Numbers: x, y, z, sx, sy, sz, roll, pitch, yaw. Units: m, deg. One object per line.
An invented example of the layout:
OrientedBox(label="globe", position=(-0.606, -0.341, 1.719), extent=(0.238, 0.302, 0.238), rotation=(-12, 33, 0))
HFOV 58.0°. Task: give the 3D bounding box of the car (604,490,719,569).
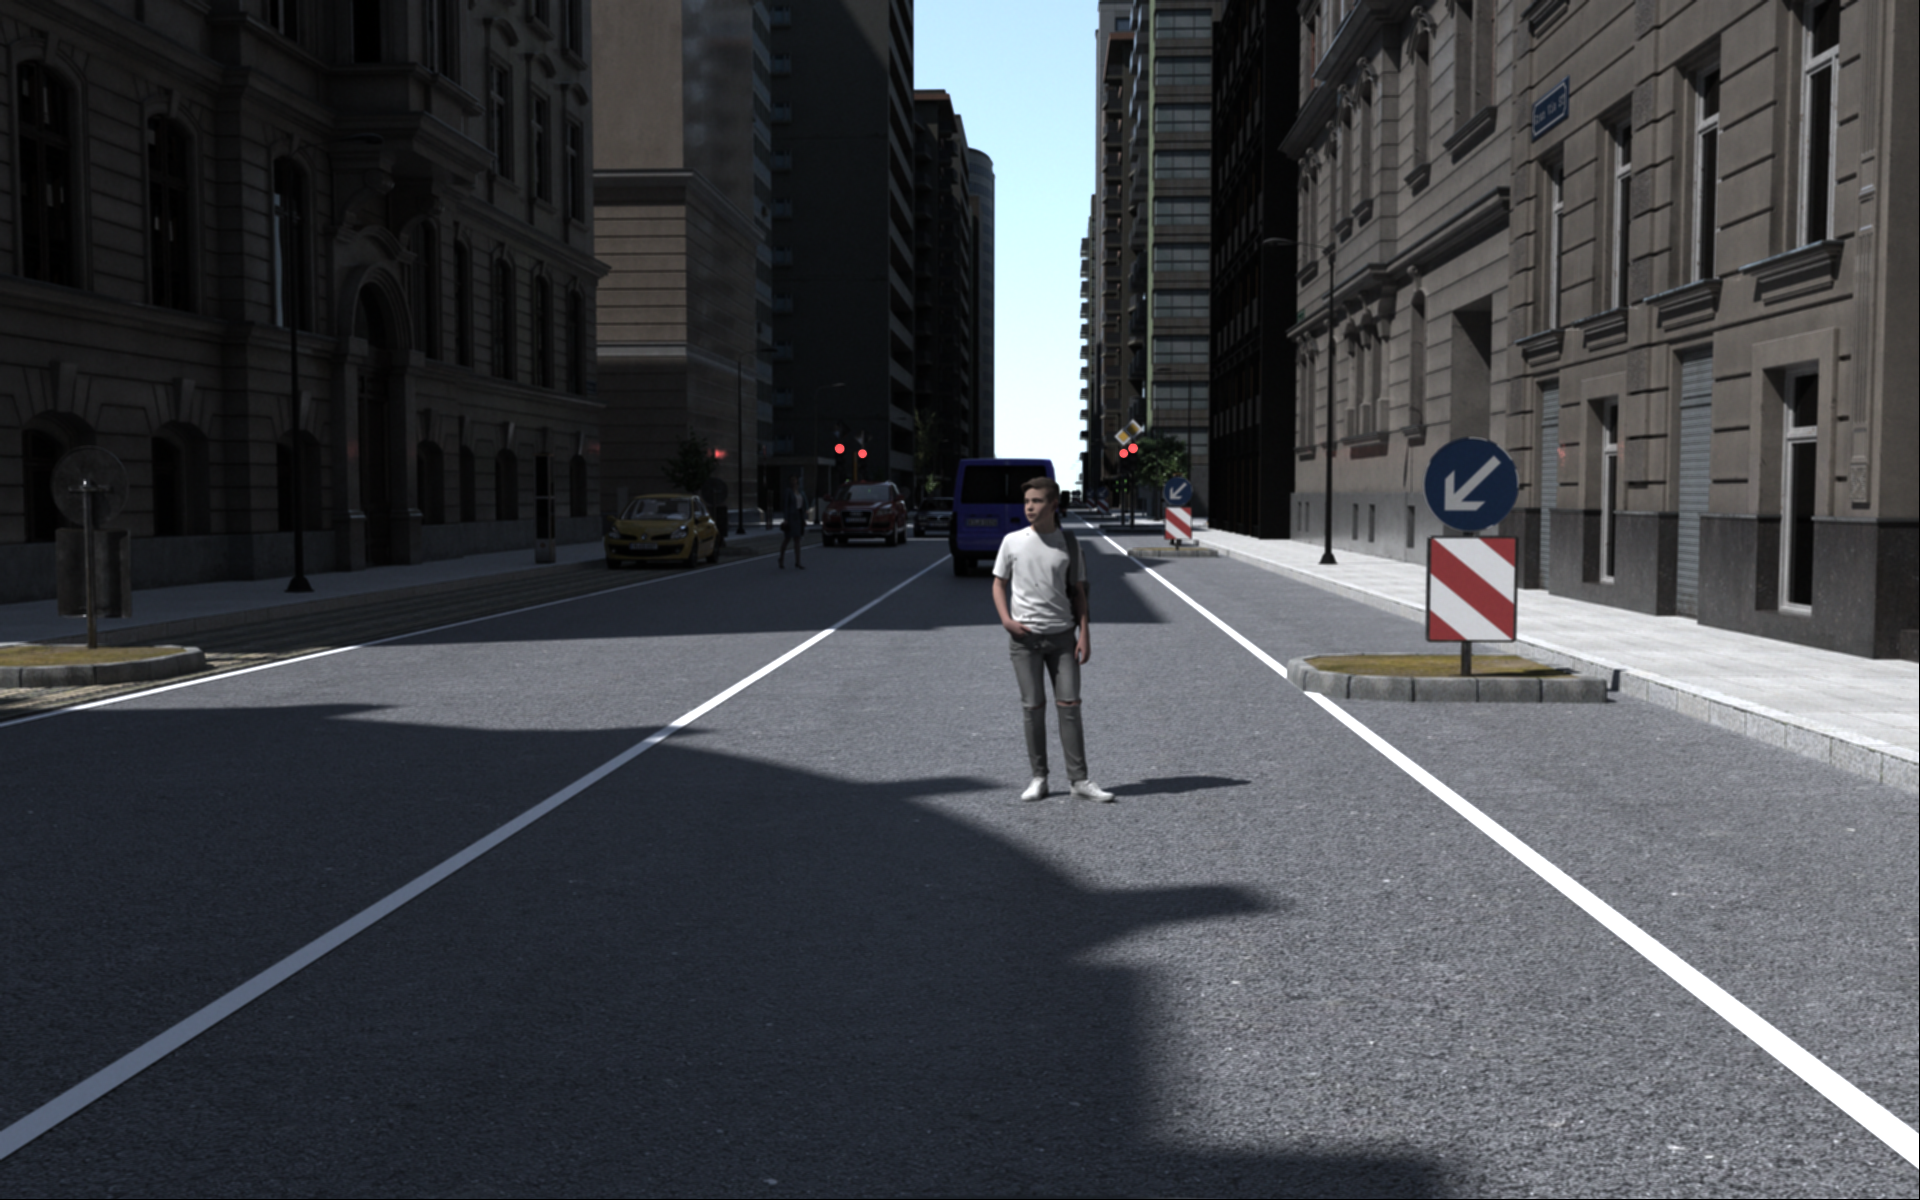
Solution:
OrientedBox(label="car", position=(-5.878, -1.475, 34.347), extent=(2.015, 1.641, 3.980), rotation=(0, 4, 1))

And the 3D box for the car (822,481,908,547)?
OrientedBox(label="car", position=(-2.644, -2.462, 48.928), extent=(2.281, 1.827, 5.304), rotation=(0, 4, 3))

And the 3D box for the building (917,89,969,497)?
OrientedBox(label="building", position=(-10.032, -35.978, 211.948), extent=(21.300, 48.544, 21.600), rotation=(0, 4, 3))

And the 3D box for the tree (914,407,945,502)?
OrientedBox(label="tree", position=(-3.320, -11.783, 143.011), extent=(4.737, 8.622, 4.395), rotation=(0, 3, 0))

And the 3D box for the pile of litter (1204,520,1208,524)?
OrientedBox(label="pile of litter", position=(11.157, -3.609, 72.970), extent=(1.719, 0.858, 1.176), rotation=(2, 4, 25))

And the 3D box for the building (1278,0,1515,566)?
OrientedBox(label="building", position=(14.792, -15.190, 35.745), extent=(14.401, 28.519, 23.554), rotation=(0, 4, 3))

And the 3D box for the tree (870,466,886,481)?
OrientedBox(label="tree", position=(-5.040, -7.020, 109.377), extent=(1.663, 3.219, 1.824), rotation=(0, 3, 0))

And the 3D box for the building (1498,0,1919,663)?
OrientedBox(label="building", position=(12.664, -13.100, 11.451), extent=(12.463, 27.353, 25.104), rotation=(0, 4, 3))

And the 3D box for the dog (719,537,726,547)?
OrientedBox(label="dog", position=(-6.079, -1.693, 44.516), extent=(0.513, 0.831, 0.800), rotation=(2, 4, 34))

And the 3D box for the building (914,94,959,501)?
OrientedBox(label="building", position=(-11.565, -32.556, 186.921), extent=(22.147, 44.769, 28.867), rotation=(0, 4, 3))

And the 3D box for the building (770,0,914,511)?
OrientedBox(label="building", position=(-14.641, -30.409, 120.882), extent=(21.300, 48.544, 21.600), rotation=(0, 4, 3))

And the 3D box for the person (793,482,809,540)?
OrientedBox(label="person", position=(-5.060, -2.792, 54.172), extent=(0.660, 1.820, 0.620), rotation=(-1, 4, -9))

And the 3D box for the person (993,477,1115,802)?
OrientedBox(label="person", position=(0.436, 0.182, 8.121), extent=(0.503, 1.515, 0.523), rotation=(-2, 4, -33))

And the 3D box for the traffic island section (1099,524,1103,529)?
OrientedBox(label="traffic island section", position=(6.870, -3.088, 72.761), extent=(2.009, 0.180, 2.903), rotation=(0, 4, 3))

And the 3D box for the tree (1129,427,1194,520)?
OrientedBox(label="tree", position=(10.562, -6.531, 90.489), extent=(4.285, 4.588, 4.351), rotation=(0, 3, 0))

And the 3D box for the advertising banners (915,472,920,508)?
OrientedBox(label="advertising banners", position=(-3.338, -8.532, 135.679), extent=(0.090, 3.025, 2.074), rotation=(-1, 4, -12))

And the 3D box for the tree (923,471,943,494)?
OrientedBox(label="tree", position=(-2.363, -9.317, 146.932), extent=(1.663, 3.219, 1.824), rotation=(0, 3, 0))

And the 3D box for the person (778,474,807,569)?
OrientedBox(label="person", position=(-3.225, -1.514, 33.270), extent=(0.581, 1.822, 0.654), rotation=(-3, 4, -37))

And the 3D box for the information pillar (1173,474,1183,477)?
OrientedBox(label="information pillar", position=(7.825, -3.534, 62.271), extent=(0.304, 2.012, 0.304), rotation=(0, 4, -2))

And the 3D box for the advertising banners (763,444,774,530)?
OrientedBox(label="advertising banners", position=(-6.861, -4.018, 61.880), extent=(0.090, 3.025, 2.074), rotation=(0, 4, 3))

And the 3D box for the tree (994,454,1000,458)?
OrientedBox(label="tree", position=(5.828, -21.874, 307.999), extent=(4.360, 8.622, 3.978), rotation=(0, 3, 0))

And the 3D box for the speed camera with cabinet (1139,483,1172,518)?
OrientedBox(label="speed camera with cabinet", position=(10.670, -6.051, 93.265), extent=(2.038, 3.252, 0.660), rotation=(0, 4, -6))

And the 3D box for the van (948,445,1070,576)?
OrientedBox(label="van", position=(0.917, -1.693, 32.070), extent=(2.240, 2.365, 5.245), rotation=(0, 4, 3))

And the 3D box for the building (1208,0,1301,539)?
OrientedBox(label="building", position=(15.023, -13.834, 55.867), extent=(12.332, 23.373, 15.834), rotation=(0, 4, 3))

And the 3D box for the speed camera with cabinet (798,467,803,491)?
OrientedBox(label="speed camera with cabinet", position=(-8.223, -6.343, 98.050), extent=(2.038, 3.252, 0.660), rotation=(0, 4, 0))

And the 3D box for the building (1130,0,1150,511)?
OrientedBox(label="building", position=(24.326, -31.285, 131.114), extent=(23.786, 49.044, 30.456), rotation=(0, 4, 3))

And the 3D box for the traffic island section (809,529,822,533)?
OrientedBox(label="traffic island section", position=(-4.513, -2.634, 65.349), extent=(2.009, 0.180, 2.903), rotation=(0, 4, 3))

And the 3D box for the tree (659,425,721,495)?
OrientedBox(label="tree", position=(-7.608, -3.300, 48.550), extent=(1.663, 3.219, 1.824), rotation=(0, 3, 0))

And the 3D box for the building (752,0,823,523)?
OrientedBox(label="building", position=(-22.414, -24.042, 84.975), extent=(32.217, 40.220, 23.993), rotation=(0, 4, 3))

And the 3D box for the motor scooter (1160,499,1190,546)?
OrientedBox(label="motor scooter", position=(6.004, -2.171, 48.276), extent=(0.815, 1.314, 1.986), rotation=(0, 4, 1))

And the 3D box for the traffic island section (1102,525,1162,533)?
OrientedBox(label="traffic island section", position=(6.464, -2.600, 64.787), extent=(2.009, 0.180, 2.903), rotation=(0, 4, 3))

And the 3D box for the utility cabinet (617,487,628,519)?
OrientedBox(label="utility cabinet", position=(-9.916, -2.579, 50.842), extent=(0.318, 1.500, 1.173), rotation=(-1, 4, -10))

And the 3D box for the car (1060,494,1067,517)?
OrientedBox(label="car", position=(5.824, -6.117, 109.048), extent=(2.155, 1.783, 4.494), rotation=(0, 4, 4))

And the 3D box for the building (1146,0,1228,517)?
OrientedBox(label="building", position=(17.996, -25.555, 101.421), extent=(14.154, 41.232, 14.086), rotation=(0, 4, 3))

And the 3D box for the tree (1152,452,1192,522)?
OrientedBox(label="tree", position=(9.793, -5.144, 78.699), extent=(1.663, 3.219, 1.824), rotation=(0, 3, 0))

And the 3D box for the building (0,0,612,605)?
OrientedBox(label="building", position=(-15.723, -12.882, 29.699), extent=(14.460, 24.649, 34.723), rotation=(0, 4, 3))

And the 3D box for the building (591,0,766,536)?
OrientedBox(label="building", position=(-17.527, -16.669, 58.448), extent=(20.117, 28.700, 13.634), rotation=(0, 4, 3))

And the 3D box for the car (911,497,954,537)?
OrientedBox(label="car", position=(-0.664, -2.848, 59.139), extent=(1.945, 1.354, 3.894), rotation=(0, 4, 2))

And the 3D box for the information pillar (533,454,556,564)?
OrientedBox(label="information pillar", position=(-7.691, -1.687, 32.074), extent=(0.304, 2.012, 0.304), rotation=(0, 4, 4))

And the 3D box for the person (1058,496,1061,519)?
OrientedBox(label="person", position=(5.532, -5.534, 99.212), extent=(0.641, 1.798, 0.478), rotation=(2, 4, 25))
